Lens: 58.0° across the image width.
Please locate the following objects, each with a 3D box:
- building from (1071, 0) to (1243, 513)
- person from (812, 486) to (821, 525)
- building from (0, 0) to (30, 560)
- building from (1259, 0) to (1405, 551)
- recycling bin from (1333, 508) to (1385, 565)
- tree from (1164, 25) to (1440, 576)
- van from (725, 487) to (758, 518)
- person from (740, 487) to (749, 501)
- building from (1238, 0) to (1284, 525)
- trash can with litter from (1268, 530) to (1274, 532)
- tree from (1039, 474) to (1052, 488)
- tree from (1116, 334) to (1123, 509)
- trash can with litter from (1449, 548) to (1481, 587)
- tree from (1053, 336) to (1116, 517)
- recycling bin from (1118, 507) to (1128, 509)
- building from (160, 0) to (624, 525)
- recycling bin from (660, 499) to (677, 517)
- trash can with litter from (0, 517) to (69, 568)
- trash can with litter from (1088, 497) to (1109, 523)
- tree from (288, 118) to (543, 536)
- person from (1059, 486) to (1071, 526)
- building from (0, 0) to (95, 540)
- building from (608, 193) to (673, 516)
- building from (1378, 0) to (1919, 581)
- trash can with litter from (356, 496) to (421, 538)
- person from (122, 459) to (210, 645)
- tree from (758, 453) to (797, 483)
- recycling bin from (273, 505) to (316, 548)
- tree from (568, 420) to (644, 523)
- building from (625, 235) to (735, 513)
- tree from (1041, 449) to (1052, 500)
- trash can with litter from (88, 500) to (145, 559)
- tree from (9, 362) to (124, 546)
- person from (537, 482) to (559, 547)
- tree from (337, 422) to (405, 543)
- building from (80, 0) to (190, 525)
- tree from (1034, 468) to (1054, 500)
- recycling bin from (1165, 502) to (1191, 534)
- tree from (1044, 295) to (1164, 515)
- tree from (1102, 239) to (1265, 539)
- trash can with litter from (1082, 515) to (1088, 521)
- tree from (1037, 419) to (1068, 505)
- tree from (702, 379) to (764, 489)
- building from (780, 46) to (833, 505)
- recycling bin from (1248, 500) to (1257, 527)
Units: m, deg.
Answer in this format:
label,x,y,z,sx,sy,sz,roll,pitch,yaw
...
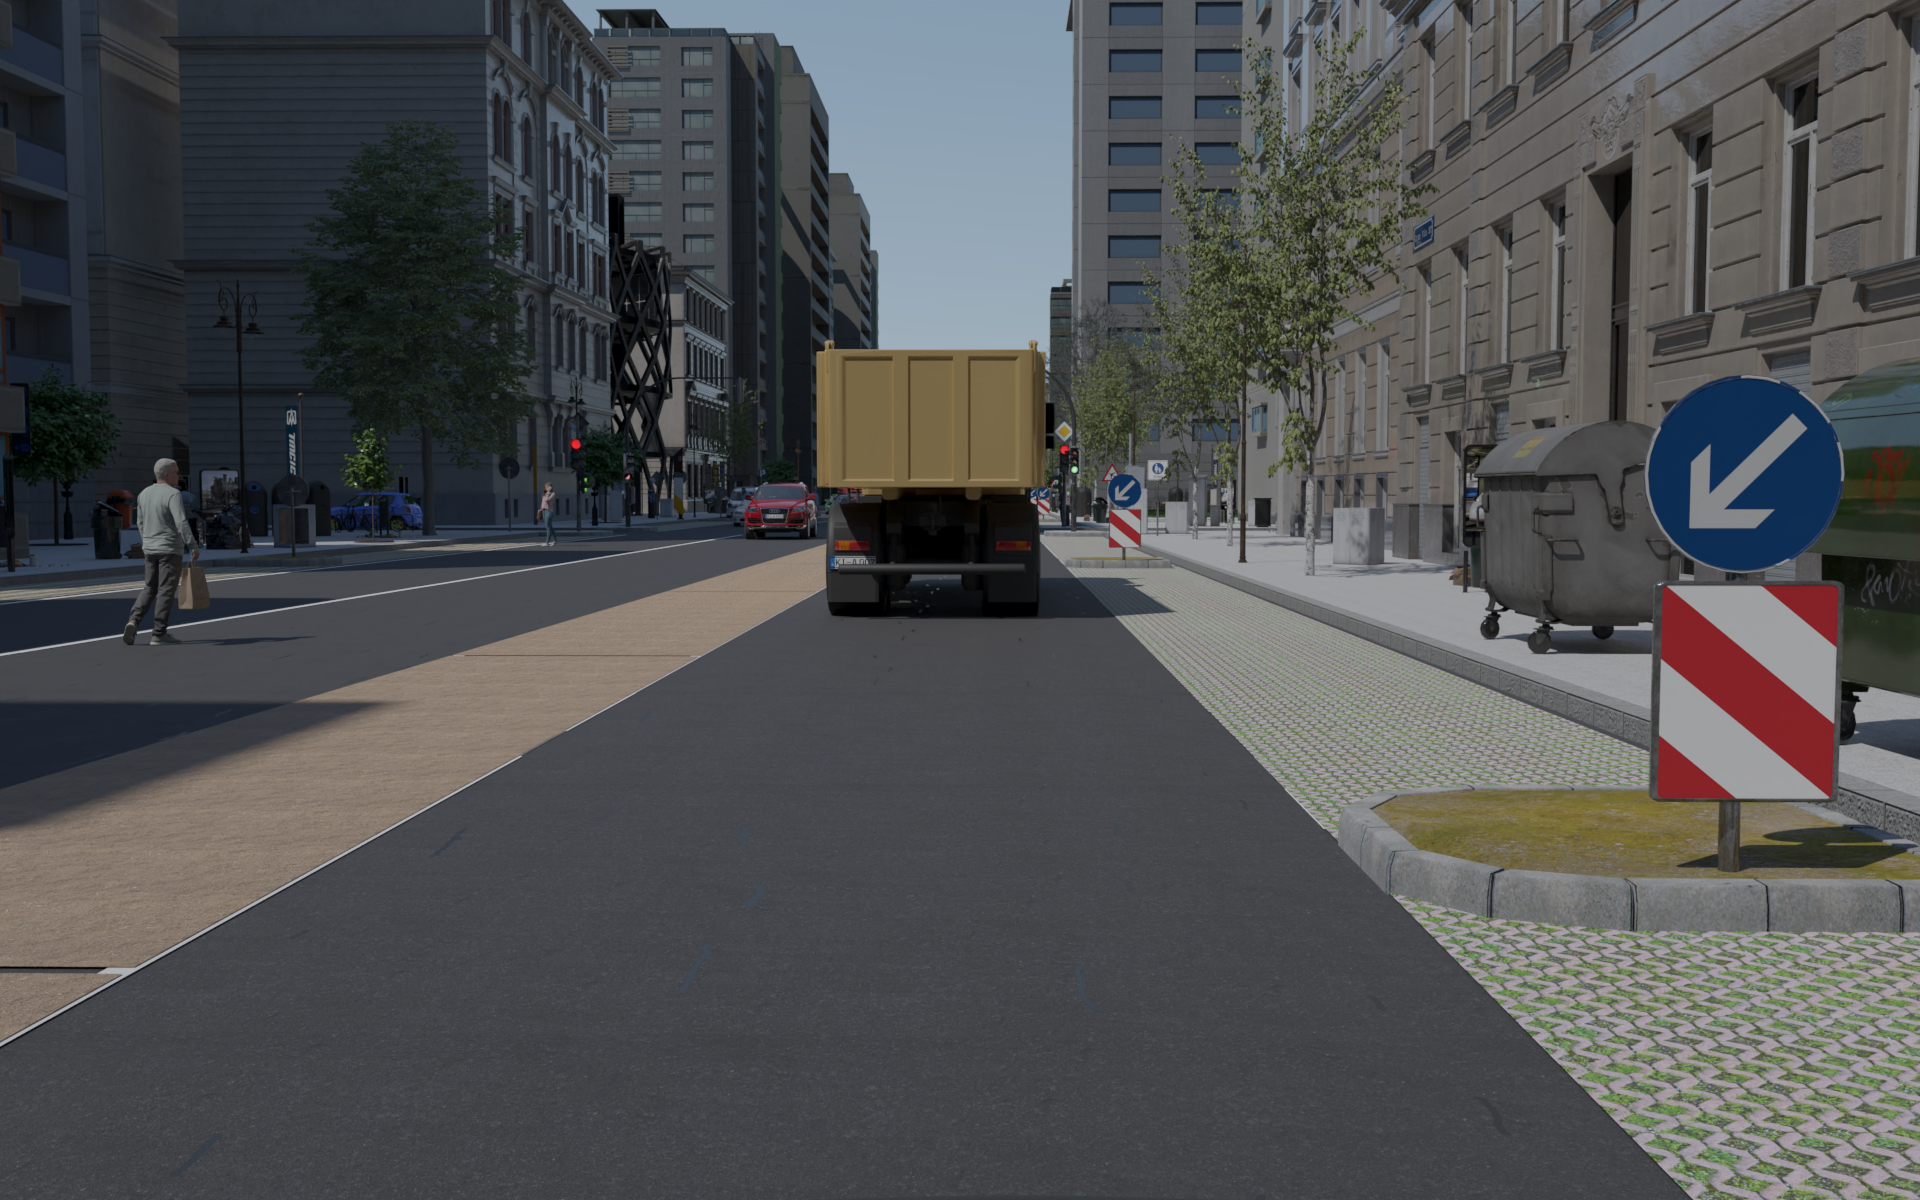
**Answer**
label,x,y,z,sx,sy,sz,roll,pitch,yaw
building,18.738,-35.768,126.813,21.231,58.520,28.212,0,4,1
person,-6.673,-4.300,79.165,0.624,1.780,0.694,-2,4,-29
building,-32.694,-10.689,19.798,27.650,21.520,28.899,0,4,1
building,16.134,-15.836,44.821,13.634,28.700,20.117,0,4,1
recycling bin,7.303,-1.172,31.710,0.722,1.027,0.722,3,4,38
tree,5.257,-4.686,26.977,4.737,8.622,4.395,0,3,0
van,-12.136,-5.548,97.713,2.013,2.044,4.112,0,4,1
person,-11.594,-5.213,93.991,0.793,1.790,0.793,0,4,-4
building,23.775,-27.743,77.305,21.600,48.544,21.300,0,4,1
trash can with litter,11.122,-2.892,58.336,1.678,1.210,2.233,-1,4,-14
tree,8.365,-10.575,167.502,1.663,3.219,1.824,0,3,0
tree,6.396,-5.625,42.326,4.737,8.622,4.395,0,3,0
trash can with litter,7.132,-0.770,23.978,0.624,1.170,1.055,-1,4,-16
tree,6.666,-7.810,78.053,4.737,8.622,4.395,0,3,0
recycling bin,10.700,-6.076,111.901,0.722,1.027,0.722,-1,4,-21
building,-25.047,-17.983,81.413,14.401,28.519,23.554,0,4,1
recycling bin,-16.162,-5.100,95.939,0.722,1.027,0.722,1,4,14
trash can with litter,-17.135,-1.212,30.876,2.233,1.210,1.678,3,4,37
trash can with litter,6.311,-3.955,76.059,0.624,1.170,1.055,3,5,43
tree,-16.855,-8.258,53.154,7.486,12.596,7.792,0,3,0
person,4.259,-3.731,69.924,0.576,1.772,0.534,-1,4,-18
building,-39.895,-30.810,45.741,28.212,58.520,21.231,0,4,1
building,-25.742,-14.353,102.128,16.820,18.784,16.811,0,4,1
building,14.210,-13.762,22.275,12.463,27.353,25.104,0,4,1
trash can with litter,-17.110,-2.460,51.275,1.678,1.210,2.233,-3,5,-41
person,-7.505,-0.452,16.379,0.782,1.767,0.515,2,4,24
tree,-14.639,-9.523,139.412,4.285,4.588,4.351,0,3,0
recycling bin,-15.995,-1.778,41.622,0.722,1.027,0.722,3,4,36
tree,-15.732,-5.694,76.815,4.285,4.588,4.351,0,3,0
building,-23.038,-15.997,126.172,10.561,19.102,19.286,0,4,1
tree,7.560,-8.773,93.794,4.737,8.622,4.395,0,3,0
trash can with litter,-16.636,-1.401,34.287,1.055,1.170,0.624,-3,5,-39
tree,-22.693,-3.638,43.193,4.285,4.588,4.351,0,3,0
person,-11.255,-2.350,47.519,0.643,1.750,0.593,-3,5,-41
tree,-15.466,-3.139,45.923,1.663,3.219,1.824,0,3,0
building,-44.173,-17.771,76.464,20.117,28.700,13.634,0,4,1
tree,8.260,-11.956,179.195,4.285,4.588,4.351,0,3,0
recycling bin,7.042,-2.654,55.947,0.722,1.027,0.722,1,4,15
tree,8.010,-11.985,106.323,12.009,13.543,11.850,0,3,0
tree,6.456,-6.033,49.004,4.360,8.622,3.978,0,3,0
trash can with litter,6.248,-4.287,81.487,1.055,1.170,0.624,1,4,12
tree,9.316,-17.187,206.761,9.928,11.665,9.643,0,3,0
tree,-14.479,-9.816,110.848,4.737,8.622,4.395,0,3,0
building,-26.083,-34.765,192.107,21.300,48.544,21.600,0,4,1
recycling bin,11.888,-3.433,68.680,0.722,1.027,0.722,2,4,32
